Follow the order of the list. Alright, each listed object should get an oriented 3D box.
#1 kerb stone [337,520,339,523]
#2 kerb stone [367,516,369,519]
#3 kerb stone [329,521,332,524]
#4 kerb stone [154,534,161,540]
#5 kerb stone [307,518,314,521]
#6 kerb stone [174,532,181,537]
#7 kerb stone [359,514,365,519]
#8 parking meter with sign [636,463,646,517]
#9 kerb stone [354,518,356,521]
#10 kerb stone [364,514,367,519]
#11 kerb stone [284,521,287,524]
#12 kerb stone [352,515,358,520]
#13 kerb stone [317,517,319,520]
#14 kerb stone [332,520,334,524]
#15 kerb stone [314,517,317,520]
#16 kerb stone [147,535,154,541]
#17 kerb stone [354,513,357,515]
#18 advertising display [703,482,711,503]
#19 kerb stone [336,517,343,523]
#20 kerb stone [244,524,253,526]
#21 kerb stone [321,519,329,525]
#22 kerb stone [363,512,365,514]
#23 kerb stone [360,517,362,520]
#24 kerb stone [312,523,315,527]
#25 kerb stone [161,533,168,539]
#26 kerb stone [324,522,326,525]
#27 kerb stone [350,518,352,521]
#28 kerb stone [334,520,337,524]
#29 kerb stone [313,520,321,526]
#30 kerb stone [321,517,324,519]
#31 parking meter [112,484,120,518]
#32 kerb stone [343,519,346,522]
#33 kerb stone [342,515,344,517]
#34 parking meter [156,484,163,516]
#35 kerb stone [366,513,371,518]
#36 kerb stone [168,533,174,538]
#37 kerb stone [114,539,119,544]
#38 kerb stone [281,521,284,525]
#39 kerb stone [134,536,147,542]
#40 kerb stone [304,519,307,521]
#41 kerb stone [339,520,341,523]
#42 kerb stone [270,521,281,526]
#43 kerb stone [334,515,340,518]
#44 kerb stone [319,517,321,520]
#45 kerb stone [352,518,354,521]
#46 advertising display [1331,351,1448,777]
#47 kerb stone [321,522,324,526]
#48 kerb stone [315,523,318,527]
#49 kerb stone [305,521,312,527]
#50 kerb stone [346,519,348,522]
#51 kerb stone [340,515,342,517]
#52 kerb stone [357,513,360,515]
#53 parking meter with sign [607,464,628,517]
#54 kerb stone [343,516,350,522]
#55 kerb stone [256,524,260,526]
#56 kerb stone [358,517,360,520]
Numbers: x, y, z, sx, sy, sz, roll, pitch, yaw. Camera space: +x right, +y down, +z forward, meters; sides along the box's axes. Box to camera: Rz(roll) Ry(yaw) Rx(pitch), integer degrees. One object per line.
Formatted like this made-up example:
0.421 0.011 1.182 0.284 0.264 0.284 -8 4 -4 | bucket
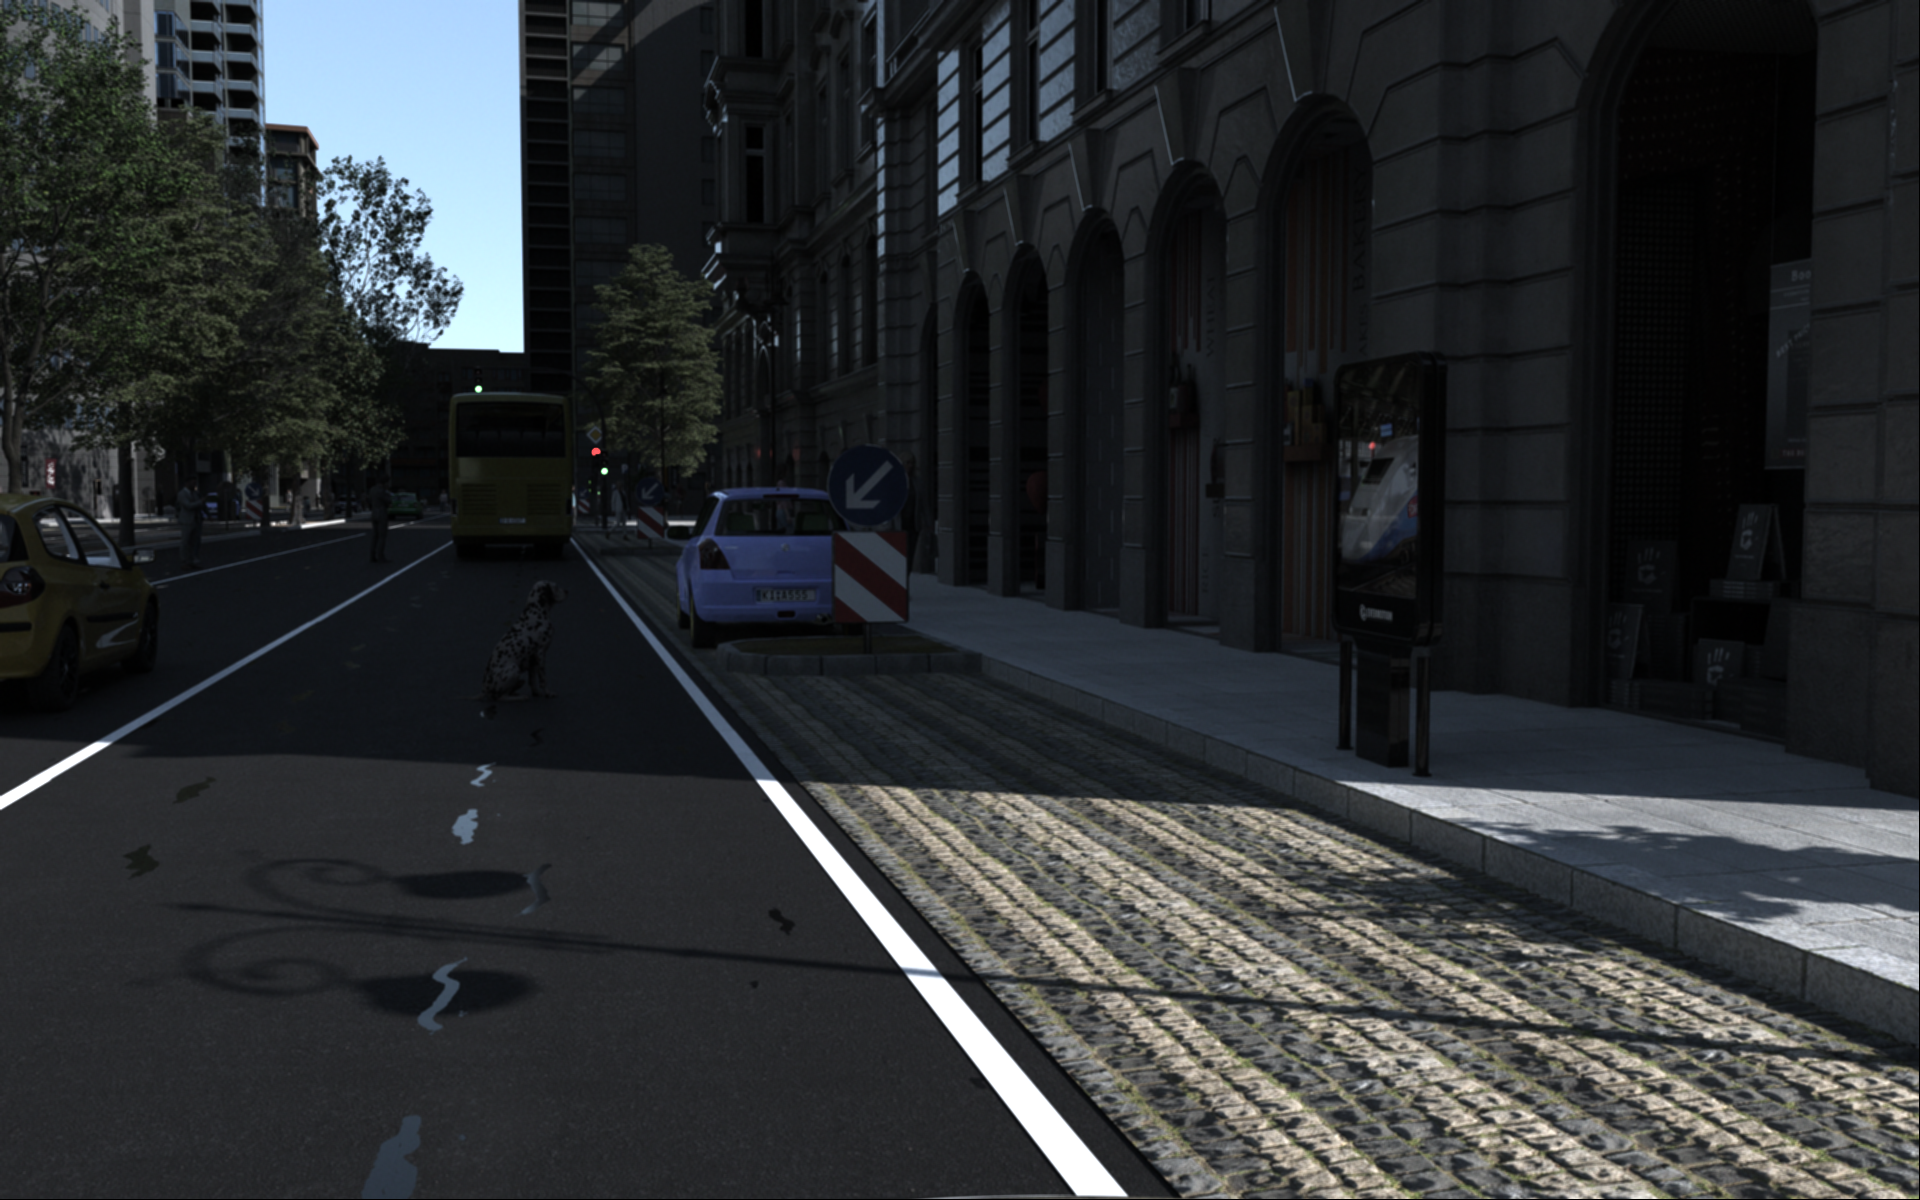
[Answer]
-30.335 -3.775 83.921 0.120 0.150 1.000 -1 4 -14 | kerb stone
-34.006 -4.688 98.844 0.120 0.150 1.000 -1 4 -14 | kerb stone
-29.607 -3.589 80.926 0.120 0.150 1.000 -1 4 -14 | kerb stone
-25.147 -1.940 53.980 0.120 0.150 1.000 -1 4 -14 | kerb stone
-34.338 -4.231 91.383 0.120 0.150 1.000 -1 4 -14 | kerb stone
-25.876 -2.126 56.958 0.120 0.150 1.000 -1 4 -14 | kerb stone
-33.512 -4.566 96.856 0.120 0.150 1.000 -1 4 -14 | kerb stone
-18.030 -6.212 97.827 0.543 3.016 1.738 0 4 -4 | parking meter with sign
-32.295 -4.262 91.883 0.120 0.150 1.000 -1 4 -14 | kerb stone
-33.760 -4.627 97.850 0.120 0.150 1.000 -1 4 -14 | kerb stone
-31.890 -3.623 81.431 0.120 0.150 1.000 -1 4 -14 | kerb stone
-32.534 -4.320 92.877 0.120 0.150 1.000 -1 4 -14 | kerb stone
-34.826 -4.353 93.373 0.120 0.150 1.000 -1 4 -14 | kerb stone
-29.848 -3.652 81.920 0.120 0.150 1.000 -1 4 -14 | kerb stone
-34.579 -4.292 92.377 0.120 0.150 1.000 -1 4 -14 | kerb stone
-24.913 -1.876 52.985 0.120 0.150 1.000 -1 4 -14 | kerb stone
-39.710 -5.572 113.291 0.120 0.150 1.000 -1 4 -14 | kerb stone
-13.940 -5.522 95.505 0.123 1.923 0.974 1 4 8 | advertising display
-30.831 -3.897 85.915 0.120 0.150 1.000 -1 4 -14 | kerb stone
-29.443 -3.014 71.471 0.120 0.150 1.000 -1 4 -14 | kerb stone
-29.355 -3.531 79.933 0.120 0.150 1.000 -1 4 -14 | kerb stone
-40.935 -5.876 118.265 0.120 0.150 1.000 -1 4 -14 | kerb stone
-33.021 -4.443 94.871 0.120 0.150 1.000 -1 4 -14 | kerb stone
-28.136 -3.226 74.946 0.120 0.150 1.000 -1 4 -14 | kerb stone
-25.390 -2.005 54.972 0.120 0.150 1.000 -1 4 -14 | kerb stone
-29.114 -3.466 78.930 0.120 0.150 1.000 -1 4 -14 | kerb stone
-31.806 -4.140 89.891 0.120 0.150 1.000 -1 4 -14 | kerb stone
-30.091 -3.712 82.918 0.120 0.150 1.000 -1 4 -14 | kerb stone
-28.630 -3.348 76.938 0.120 0.150 1.000 -1 4 -14 | kerb stone
-35.308 -4.475 95.363 0.120 0.150 1.000 -1 4 -14 | kerb stone
-45.285 -5.342 93.059 0.399 1.863 0.255 -3 5 -42 | parking meter
-31.075 -3.955 86.908 0.120 0.150 1.000 -1 4 -14 | kerb stone
-37.757 -5.084 105.311 0.120 0.150 1.000 -1 4 -14 | kerb stone
-46.878 -5.858 101.485 0.255 1.863 0.399 -1 4 -9 | parking meter
-34.487 -4.810 100.835 0.120 0.150 1.000 -1 4 -14 | kerb stone
-25.635 -2.065 55.965 0.120 0.150 1.000 -1 4 -14 | kerb stone
-24.174 -1.701 50.006 0.120 0.150 1.000 -1 4 -14 | kerb stone
-31.649 -3.562 80.433 0.120 0.150 1.000 -1 4 -14 | kerb stone
-24.663 -1.823 51.993 0.120 0.150 1.000 -1 4 -14 | kerb stone
-33.598 -4.049 88.397 0.120 0.150 1.000 -1 4 -14 | kerb stone
-30.583 -3.836 84.913 0.120 0.150 1.000 -1 4 -14 | kerb stone
-31.397 -3.501 79.442 0.120 0.150 1.000 -1 4 -14 | kerb stone
-37.260 -4.962 103.321 0.120 0.150 1.000 -1 4 -14 | kerb stone
-35.066 -4.414 94.370 0.120 0.150 1.000 -1 4 -14 | kerb stone
-32.050 -4.196 90.884 0.120 0.150 1.000 -1 4 -14 | kerb stone
2.021 -0.185 8.243 0.123 1.923 0.974 -1 4 -11 | advertising display
-28.872 -3.409 77.936 0.120 0.150 1.000 -1 4 -14 | kerb stone
-28.381 -3.285 75.939 0.120 0.150 1.000 -1 4 -14 | kerb stone
-27.891 -3.164 73.952 0.120 0.150 1.000 -1 4 -14 | kerb stone
-31.315 -4.019 87.904 0.120 0.150 1.000 -1 4 -14 | kerb stone
-37.504 -5.023 104.321 0.120 0.150 1.000 -1 4 -14 | kerb stone
-40.207 -5.691 115.275 0.120 0.150 1.000 -1 4 -14 | kerb stone
-19.691 -6.308 99.397 0.543 3.016 1.738 2 4 25 | parking meter with sign
-31.566 -4.076 88.896 0.120 0.150 1.000 -1 4 -14 | kerb stone
-29.932 -3.132 73.468 0.120 0.150 1.000 -1 4 -14 | kerb stone
-32.783 -4.384 93.869 0.120 0.150 1.000 -1 4 -14 | kerb stone
